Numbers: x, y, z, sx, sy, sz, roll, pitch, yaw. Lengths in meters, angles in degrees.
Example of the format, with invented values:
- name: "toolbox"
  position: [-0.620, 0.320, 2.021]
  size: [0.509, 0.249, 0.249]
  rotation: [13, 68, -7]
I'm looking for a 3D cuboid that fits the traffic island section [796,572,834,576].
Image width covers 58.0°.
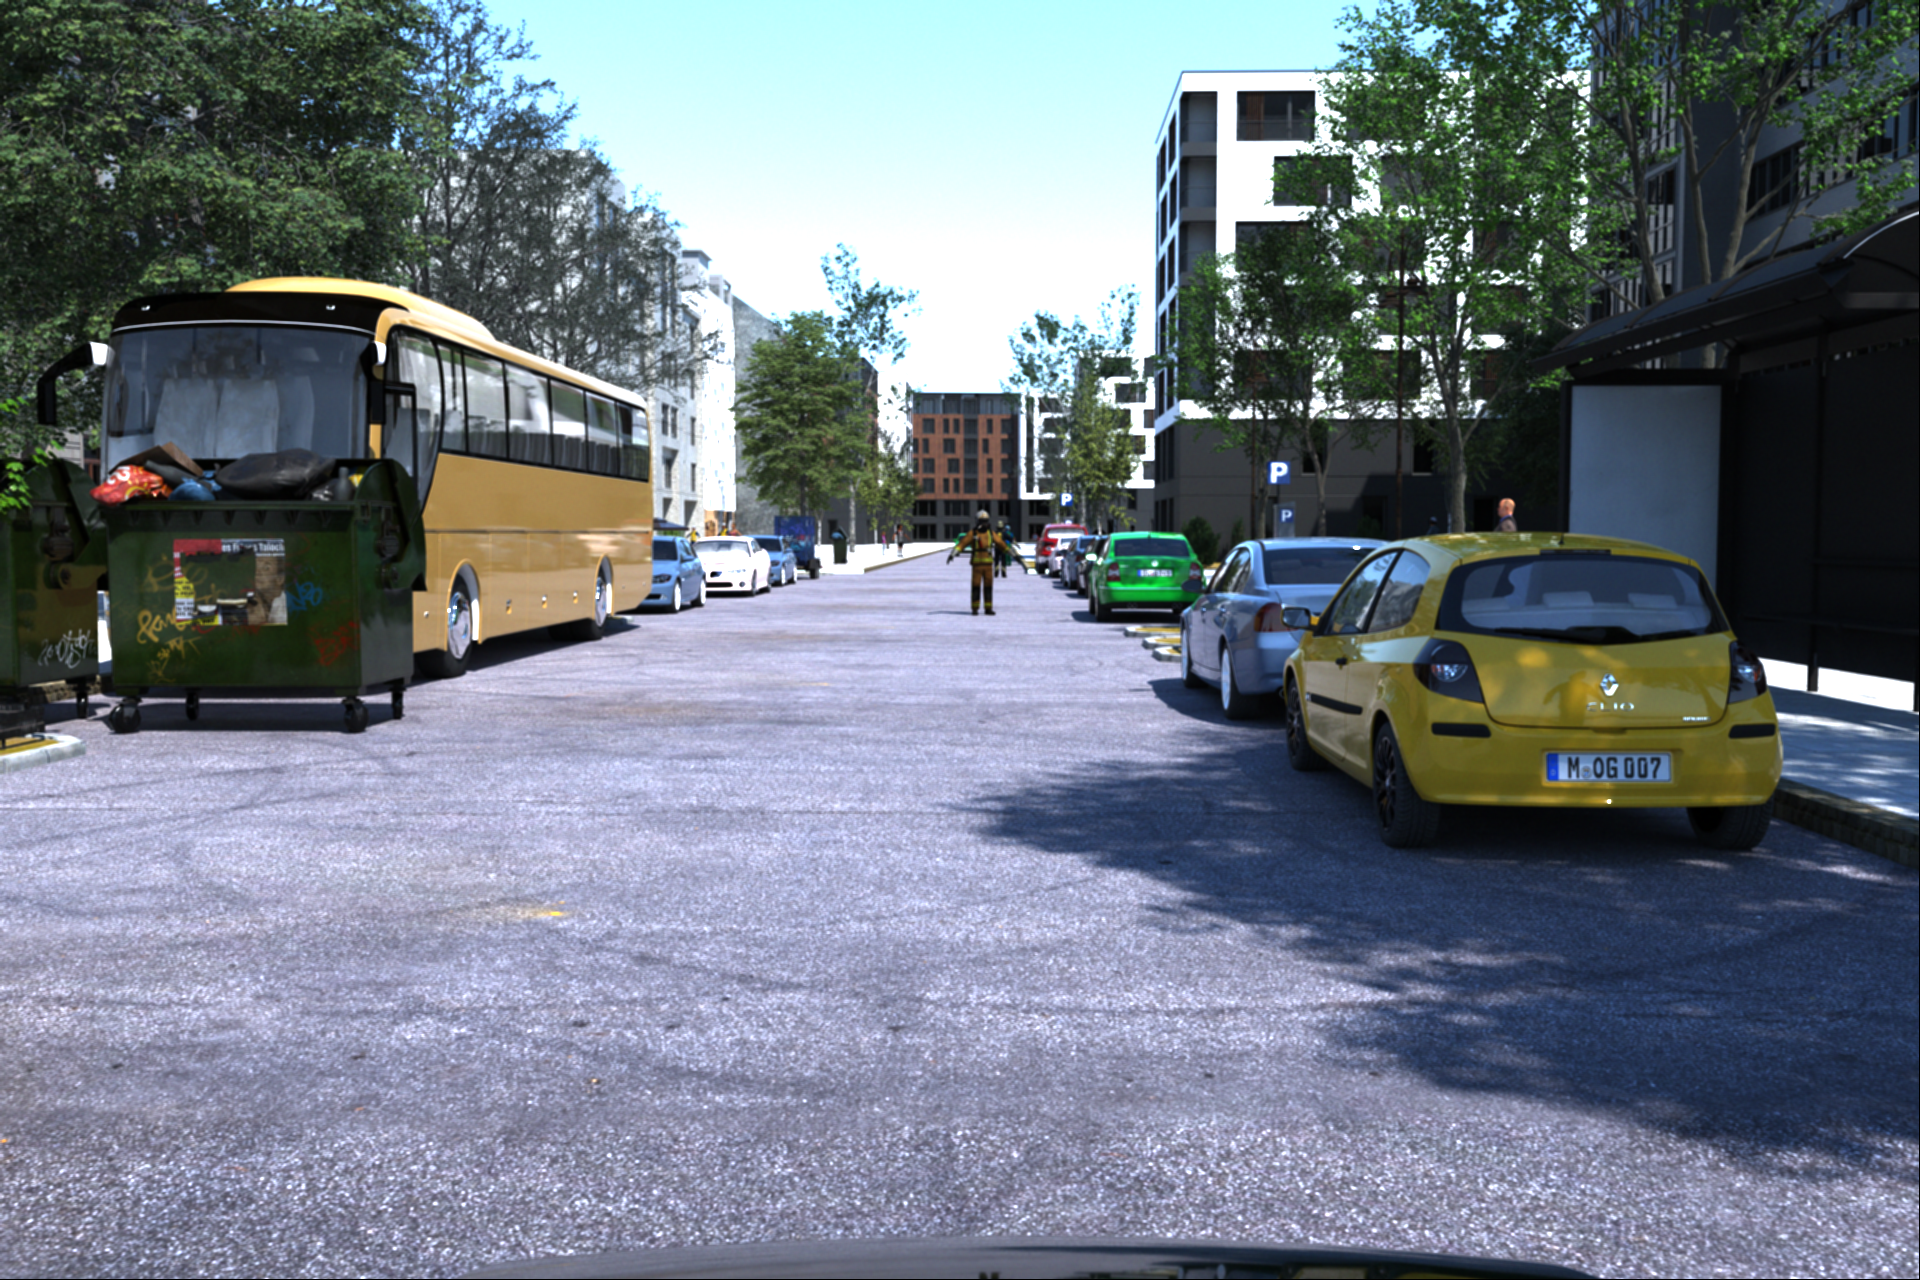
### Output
- name: "traffic island section"
  position: [-5.451, -2.311, 60.654]
  size: [1.991, 0.108, 1.994]
  rotation: [0, 4, 1]

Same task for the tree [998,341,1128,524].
- name: "tree"
  position: [10.903, -19.109, 168.315]
  size: [12.611, 20.169, 13.585]
  rotation: [0, 3, 0]

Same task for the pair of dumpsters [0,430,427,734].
- name: "pair of dumpsters"
  position: [-6.370, -0.484, 12.858]
  size: [4.436, 2.255, 1.574]
  rotation: [0, 4, 2]

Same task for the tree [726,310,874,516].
- name: "tree"
  position: [-7.999, -10.368, 87.637]
  size: [7.486, 12.596, 7.792]
  rotation: [0, 3, 0]

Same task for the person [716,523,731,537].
- name: "person"
  position: [-11.836, -4.940, 86.738]
  size: [1.349, 1.833, 0.705]
  rotation: [3, 5, 41]

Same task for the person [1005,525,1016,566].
- name: "person"
  position: [2.082, -4.188, 77.055]
  size: [0.704, 1.817, 1.347]
  rotation: [3, 5, 45]

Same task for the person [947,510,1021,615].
- name: "person"
  position: [0.400, -1.370, 30.627]
  size: [1.354, 1.858, 0.705]
  rotation: [-1, 4, -16]

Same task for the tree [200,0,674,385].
- name: "tree"
  position: [-11.471, -7.804, 37.970]
  size: [12.009, 13.543, 11.850]
  rotation: [0, 3, 0]

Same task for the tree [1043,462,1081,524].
- name: "tree"
  position: [9.245, -12.473, 154.301]
  size: [4.737, 8.622, 4.395]
  rotation: [0, 3, 0]

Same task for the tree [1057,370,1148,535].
- name: "tree"
  position: [6.284, -7.762, 77.275]
  size: [4.737, 8.622, 4.395]
  rotation: [0, 3, 0]

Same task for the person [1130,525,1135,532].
- name: "person"
  position: [8.893, -5.104, 90.164]
  size: [0.721, 1.740, 1.216]
  rotation: [3, 5, 44]

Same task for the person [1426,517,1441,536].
- name: "person"
  position: [15.970, -3.225, 58.574]
  size: [0.704, 1.849, 1.345]
  rotation: [3, 5, 45]

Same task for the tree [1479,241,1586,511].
- name: "tree"
  position: [25.743, -10.047, 70.918]
  size: [9.857, 13.997, 8.962]
  rotation: [0, 3, 0]

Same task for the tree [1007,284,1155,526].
- name: "tree"
  position: [10.641, -16.780, 130.244]
  size: [12.611, 20.169, 13.585]
  rotation: [0, 3, 0]

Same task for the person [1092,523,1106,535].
- name: "person"
  position: [6.910, -4.867, 85.508]
  size: [1.347, 1.837, 0.705]
  rotation: [-2, 4, -24]

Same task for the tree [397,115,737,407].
- name: "tree"
  position: [-11.733, -8.551, 50.173]
  size: [12.009, 13.543, 11.850]
  rotation: [0, 3, 0]

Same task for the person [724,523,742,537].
- name: "person"
  position: [-9.319, -3.922, 70.924]
  size: [1.217, 1.733, 0.721]
  rotation: [2, 4, 26]

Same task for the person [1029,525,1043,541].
- name: "person"
  position: [4.478, -5.568, 97.217]
  size: [1.347, 1.806, 0.705]
  rotation: [-3, 4, -36]

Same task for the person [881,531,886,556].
- name: "person"
  position: [-4.399, -5.628, 101.283]
  size: [0.599, 1.433, 0.991]
  rotation: [0, 4, -5]

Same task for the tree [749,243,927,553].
- name: "tree"
  position: [-8.238, -15.886, 115.618]
  size: [12.611, 20.169, 13.585]
  rotation: [0, 3, 0]

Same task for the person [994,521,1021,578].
- name: "person"
  position: [1.328, -2.989, 57.109]
  size: [1.354, 1.856, 0.705]
  rotation: [0, 4, 8]

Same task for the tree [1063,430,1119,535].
- name: "tree"
  position: [8.683, -10.343, 119.465]
  size: [4.360, 8.622, 3.978]
  rotation: [0, 3, 0]

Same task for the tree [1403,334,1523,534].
- name: "tree"
  position: [18.195, -6.905, 63.265]
  size: [4.737, 8.622, 4.395]
  rotation: [0, 3, 0]

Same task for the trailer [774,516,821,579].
- name: "trailer"
  position: [-5.282, -2.913, 54.670]
  size: [1.471, 1.999, 3.904]
  rotation: [0, 4, 2]

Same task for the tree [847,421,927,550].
- name: "tree"
  position: [-6.269, -12.780, 143.360]
  size: [7.601, 10.594, 8.767]
  rotation: [-3, 4, -39]

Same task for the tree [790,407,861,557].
- name: "tree"
  position: [-8.028, -8.918, 96.172]
  size: [4.360, 8.622, 3.978]
  rotation: [0, 3, 0]

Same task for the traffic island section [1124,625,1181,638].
- name: "traffic island section"
  position: [3.341, -0.101, 24.521]
  size: [1.991, 0.108, 1.994]
  rotation: [0, 4, 2]

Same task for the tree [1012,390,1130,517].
- name: "tree"
  position: [9.485, -14.399, 145.786]
  size: [12.009, 13.543, 11.850]
  rotation: [0, 3, 0]

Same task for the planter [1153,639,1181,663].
- name: "planter"
  position: [3.250, 0.074, 19.937]
  size: [1.991, 0.319, 1.994]
  rotation: [0, 4, 0]

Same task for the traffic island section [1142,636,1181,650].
- name: "traffic island section"
  position: [3.336, 0.055, 21.968]
  size: [1.991, 0.108, 1.994]
  rotation: [0, 4, 2]

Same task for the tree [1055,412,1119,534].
- name: "tree"
  position: [7.683, -9.236, 101.376]
  size: [4.360, 8.622, 3.978]
  rotation: [0, 3, 0]

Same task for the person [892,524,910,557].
- name: "person"
  position: [-3.298, -5.493, 95.956]
  size: [0.704, 1.843, 1.345]
  rotation: [3, 5, 43]

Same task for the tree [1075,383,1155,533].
- name: "tree"
  position: [7.546, -8.205, 84.507]
  size: [4.360, 8.622, 3.978]
  rotation: [0, 3, 0]

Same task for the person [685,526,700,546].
- name: "person"
  position: [-15.730, -5.838, 101.916]
  size: [1.216, 1.772, 0.721]
  rotation: [2, 4, 33]

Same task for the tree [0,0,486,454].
- name: "tree"
  position: [-12.130, -7.320, 26.337]
  size: [9.857, 13.997, 8.962]
  rotation: [0, 3, 0]

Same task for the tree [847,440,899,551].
- name: "tree"
  position: [-6.804, -11.288, 134.924]
  size: [4.737, 8.622, 4.395]
  rotation: [0, 3, 0]

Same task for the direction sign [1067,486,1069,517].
- name: "direction sign"
  position: [5.069, -5.445, 81.027]
  size: [0.379, 3.537, 0.876]
  rotation: [0, 3, 0]

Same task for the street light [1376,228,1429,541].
- name: "street light"
  position: [6.676, -3.273, 26.297]
  size: [0.468, 5.910, 1.993]
  rotation: [0, 4, 1]

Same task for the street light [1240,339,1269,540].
- name: "street light"
  position: [6.972, -4.180, 41.131]
  size: [0.468, 5.910, 1.993]
  rotation: [0, 4, 1]

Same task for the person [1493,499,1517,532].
- name: "person"
  position: [7.321, -1.031, 23.450]
  size: [0.434, 1.755, 0.990]
  rotation: [1, 4, 22]
